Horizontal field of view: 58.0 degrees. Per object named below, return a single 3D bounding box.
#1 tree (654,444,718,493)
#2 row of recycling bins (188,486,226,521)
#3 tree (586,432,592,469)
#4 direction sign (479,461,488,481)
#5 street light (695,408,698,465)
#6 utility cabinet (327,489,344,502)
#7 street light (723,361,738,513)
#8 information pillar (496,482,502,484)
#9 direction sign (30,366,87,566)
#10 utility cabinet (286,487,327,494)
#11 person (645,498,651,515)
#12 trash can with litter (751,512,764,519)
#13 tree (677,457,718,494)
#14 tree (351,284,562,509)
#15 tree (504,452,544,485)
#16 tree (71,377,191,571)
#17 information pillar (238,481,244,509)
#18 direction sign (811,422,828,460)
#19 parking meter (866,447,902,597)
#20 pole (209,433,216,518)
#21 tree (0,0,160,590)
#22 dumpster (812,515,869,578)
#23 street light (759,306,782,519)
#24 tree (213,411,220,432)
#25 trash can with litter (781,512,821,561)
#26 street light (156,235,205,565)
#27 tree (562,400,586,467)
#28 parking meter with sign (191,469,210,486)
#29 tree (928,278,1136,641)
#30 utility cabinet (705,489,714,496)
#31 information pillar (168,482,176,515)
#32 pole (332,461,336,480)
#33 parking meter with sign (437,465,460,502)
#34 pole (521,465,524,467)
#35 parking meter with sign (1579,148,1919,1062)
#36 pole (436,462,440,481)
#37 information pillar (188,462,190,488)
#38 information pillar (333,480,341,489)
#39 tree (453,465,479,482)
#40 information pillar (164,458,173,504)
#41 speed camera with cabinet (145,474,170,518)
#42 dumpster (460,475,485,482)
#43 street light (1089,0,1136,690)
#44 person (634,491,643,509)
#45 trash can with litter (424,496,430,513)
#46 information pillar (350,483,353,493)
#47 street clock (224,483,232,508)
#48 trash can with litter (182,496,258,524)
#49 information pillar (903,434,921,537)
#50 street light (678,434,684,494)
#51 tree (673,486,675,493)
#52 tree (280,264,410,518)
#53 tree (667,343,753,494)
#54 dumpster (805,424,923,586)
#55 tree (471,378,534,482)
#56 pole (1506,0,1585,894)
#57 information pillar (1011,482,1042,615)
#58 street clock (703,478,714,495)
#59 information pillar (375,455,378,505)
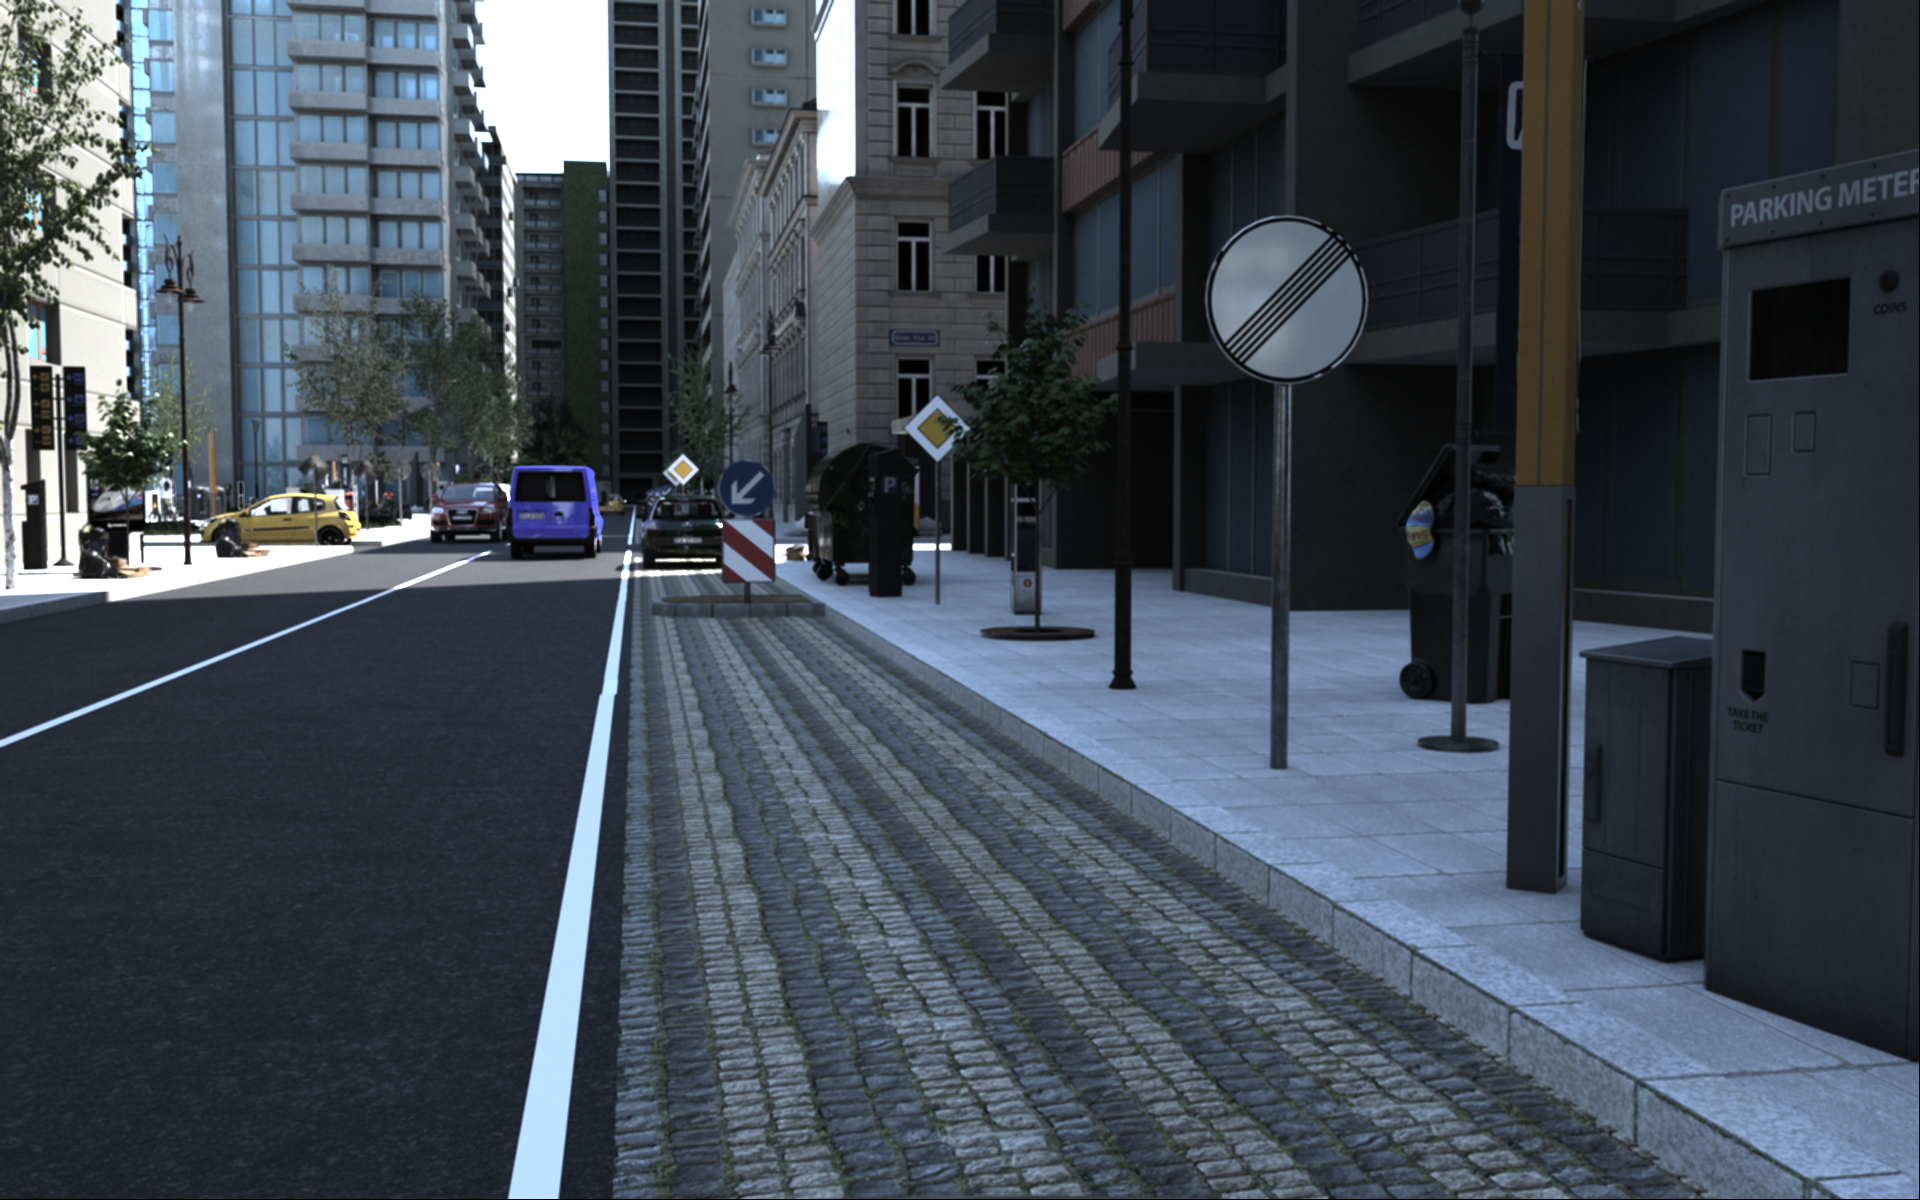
[{"bbox_3d":[-16.617,-7.524,106.727,4.285,4.588,4.351,0,3,0],"label":"tree"},{"bbox_3d":[-37.314,-4.806,85.691,1.069,1.692,3.534,0,4,-4],"label":"row of recycling bins"},{"bbox_3d":[-38.055,-13.786,159.811,8.767,10.594,7.601,0,4,-6],"label":"tree"},{"bbox_3d":[-32.740,-7.769,119.022,0.876,3.537,0.379,3,4,38],"label":"direction sign"},{"bbox_3d":[-14.022,-7.317,92.425,0.468,5.910,1.993,-1,4,-11],"label":"street light"},{"bbox_3d":[-29.710,-4.482,81.964,1.173,1.500,0.318,1,4,17],"label":"utility cabinet"},{"bbox_3d":[-7.952,-5.343,60.142,0.468,5.910,1.993,-1,4,-11],"label":"street light"},{"bbox_3d":[-27.068,-5.953,101.820,0.304,2.012,0.304,-2,4,-26],"label":"information pillar"},{"bbox_3d":[-15.977,-2.371,30.770,0.876,3.537,0.379,-1,4,-17],"label":"direction sign"},{"bbox_3d":[-22.125,-3.049,58.528,1.173,1.500,0.318,-2,4,-24],"label":"utility cabinet"},{"bbox_3d":[-21.579,-6.479,119.935,0.738,1.151,1.012,0,4,4],"label":"person"},{"bbox_3d":[-8.104,-3.356,65.931,2.233,1.210,1.678,-2,4,-27],"label":"trash can with litter"},{"bbox_3d":[-14.852,-6.361,98.598,1.663,3.219,1.824,0,3,0],"label":"tree"},{"bbox_3d":[-23.990,-8.777,77.918,8.767,10.594,7.601,3,4,36],"label":"tree"},{"bbox_3d":[-35.760,-9.721,142.644,4.285,4.588,4.351,0,3,0],"label":"tree"},{"bbox_3d":[-14.010,-2.100,28.943,1.663,3.219,1.824,0,3,0],"label":"tree"},{"bbox_3d":[-41.662,-5.864,100.365,0.304,2.012,0.304,-2,4,-26],"label":"information pillar"},{"bbox_3d":[-4.548,-3.801,54.151,0.876,3.537,0.379,-2,4,-27],"label":"direction sign"},{"bbox_3d":[-0.947,-0.975,21.649,0.399,1.863,0.255,-2,4,-30],"label":"parking meter"},{"bbox_3d":[-24.844,-3.898,57.575,0.158,3.312,0.155,0,3,0],"label":"pole"},{"bbox_3d":[-12.972,-4.439,22.936,4.737,8.622,4.395,0,3,0],"label":"tree"},{"bbox_3d":[-1.649,-1.309,27.167,1.264,1.857,1.865,-1,4,-11],"label":"dumpster"},{"bbox_3d":[-4.671,-4.281,42.775,0.468,5.910,1.993,-1,4,-11],"label":"street light"},{"bbox_3d":[-41.004,-8.549,90.142,4.737,8.622,4.395,0,3,0],"label":"tree"},{"bbox_3d":[-2.937,-1.342,33.336,1.055,1.170,0.624,1,4,18],"label":"trash can with litter"},{"bbox_3d":[-13.953,-3.568,31.125,0.468,5.910,1.993,-1,4,-11],"label":"street light"},{"bbox_3d":[-26.037,-9.696,92.945,8.767,10.594,7.601,3,5,42],"label":"tree"},{"bbox_3d":[-51.934,-7.522,119.245,1.738,3.016,0.543,-1,4,-15],"label":"parking meter with sign"},{"bbox_3d":[0.689,-1.289,15.681,1.663,3.219,1.824,0,3,0],"label":"tree"},{"bbox_3d":[-11.593,-4.373,80.178,0.318,1.500,1.173,-1,4,-15],"label":"utility cabinet"},{"bbox_3d":[-48.877,-6.293,107.379,0.304,2.012,0.304,0,4,7],"label":"information pillar"},{"bbox_3d":[-38.699,-6.928,107.120,0.158,3.312,0.155,0,3,0],"label":"pole"},{"bbox_3d":[-30.544,-6.500,102.535,1.738,3.016,0.543,1,4,9],"label":"parking meter with sign"},{"bbox_3d":[-31.103,-7.915,123.246,0.158,3.312,0.155,0,3,0],"label":"pole"},{"bbox_3d":[2.247,-0.485,4.199,0.543,3.016,1.738,-1,4,-22],"label":"parking meter with sign"},{"bbox_3d":[-33.266,-7.132,110.452,0.158,3.312,0.155,0,3,0],"label":"pole"},{"bbox_3d":[-48.545,-7.184,108.812,0.504,3.616,0.183,2,4,31],"label":"information pillar"},{"bbox_3d":[-32.239,-5.209,89.655,0.304,2.012,0.304,1,4,23],"label":"information pillar"},{"bbox_3d":[-34.001,-7.687,120.288,1.663,3.219,1.824,0,3,0],"label":"tree"},{"bbox_3d":[-50.750,-7.325,111.121,0.504,3.616,0.183,-2,4,-23],"label":"information pillar"},{"bbox_3d":[-43.705,-6.099,94.046,0.660,3.252,2.038,0,4,4],"label":"speed camera with cabinet"},{"bbox_3d":[-24.394,-5.165,86.934,1.502,2.255,1.985,-1,4,-10],"label":"dumpster"},{"bbox_3d":[1.075,-2.354,11.273,0.468,5.910,1.993,-1,4,-11],"label":"street light"},{"bbox_3d":[-31.899,-9.945,171.928,0.721,1.723,1.217,2,4,35],"label":"person"},{"bbox_3d":[-35.604,-6.447,116.794,1.055,1.170,0.624,-1,4,-18],"label":"trash can with litter"},{"bbox_3d":[-40.655,-6.821,116.014,0.304,2.012,0.304,0,4,7],"label":"information pillar"},{"bbox_3d":[-49.389,-6.869,116.872,0.471,2.002,0.358,1,4,14],"label":"street clock"},{"bbox_3d":[-26.216,-3.111,61.919,1.678,1.210,2.233,2,4,34],"label":"trash can with litter"},{"bbox_3d":[-1.426,-3.664,51.267,0.504,3.616,0.183,-1,4,-18],"label":"information pillar"},{"bbox_3d":[-19.936,-9.244,123.932,0.468,5.910,1.993,-1,4,-11],"label":"street light"},{"bbox_3d":[-28.083,-10.860,172.166,1.663,3.219,1.824,0,3,0],"label":"tree"},{"bbox_3d":[-19.368,-6.412,55.191,4.360,8.622,3.978,0,3,0],"label":"tree"},{"bbox_3d":[-12.376,-8.163,83.824,4.737,8.622,4.395,0,3,0],"label":"tree"},{"bbox_3d":[-1.388,-1.374,24.962,1.502,2.255,1.985,-1,4,-10],"label":"dumpster"},{"bbox_3d":[-28.058,-9.493,105.578,4.737,8.622,4.395,0,3,0],"label":"tree"},{"bbox_3d":[1.884,-0.716,5.556,0.158,3.312,0.155,0,3,0],"label":"pole"},{"bbox_3d":[0.706,-0.856,18.493,0.304,2.012,0.304,0,4,-5],"label":"information pillar"},{"bbox_3d":[-11.073,-4.383,76.225,0.471,2.002,0.358,-1,4,-11],"label":"street clock"},{"bbox_3d":[-34.794,-6.846,103.292,0.183,3.616,0.504,-2,4,-23],"label":"information pillar"}]
